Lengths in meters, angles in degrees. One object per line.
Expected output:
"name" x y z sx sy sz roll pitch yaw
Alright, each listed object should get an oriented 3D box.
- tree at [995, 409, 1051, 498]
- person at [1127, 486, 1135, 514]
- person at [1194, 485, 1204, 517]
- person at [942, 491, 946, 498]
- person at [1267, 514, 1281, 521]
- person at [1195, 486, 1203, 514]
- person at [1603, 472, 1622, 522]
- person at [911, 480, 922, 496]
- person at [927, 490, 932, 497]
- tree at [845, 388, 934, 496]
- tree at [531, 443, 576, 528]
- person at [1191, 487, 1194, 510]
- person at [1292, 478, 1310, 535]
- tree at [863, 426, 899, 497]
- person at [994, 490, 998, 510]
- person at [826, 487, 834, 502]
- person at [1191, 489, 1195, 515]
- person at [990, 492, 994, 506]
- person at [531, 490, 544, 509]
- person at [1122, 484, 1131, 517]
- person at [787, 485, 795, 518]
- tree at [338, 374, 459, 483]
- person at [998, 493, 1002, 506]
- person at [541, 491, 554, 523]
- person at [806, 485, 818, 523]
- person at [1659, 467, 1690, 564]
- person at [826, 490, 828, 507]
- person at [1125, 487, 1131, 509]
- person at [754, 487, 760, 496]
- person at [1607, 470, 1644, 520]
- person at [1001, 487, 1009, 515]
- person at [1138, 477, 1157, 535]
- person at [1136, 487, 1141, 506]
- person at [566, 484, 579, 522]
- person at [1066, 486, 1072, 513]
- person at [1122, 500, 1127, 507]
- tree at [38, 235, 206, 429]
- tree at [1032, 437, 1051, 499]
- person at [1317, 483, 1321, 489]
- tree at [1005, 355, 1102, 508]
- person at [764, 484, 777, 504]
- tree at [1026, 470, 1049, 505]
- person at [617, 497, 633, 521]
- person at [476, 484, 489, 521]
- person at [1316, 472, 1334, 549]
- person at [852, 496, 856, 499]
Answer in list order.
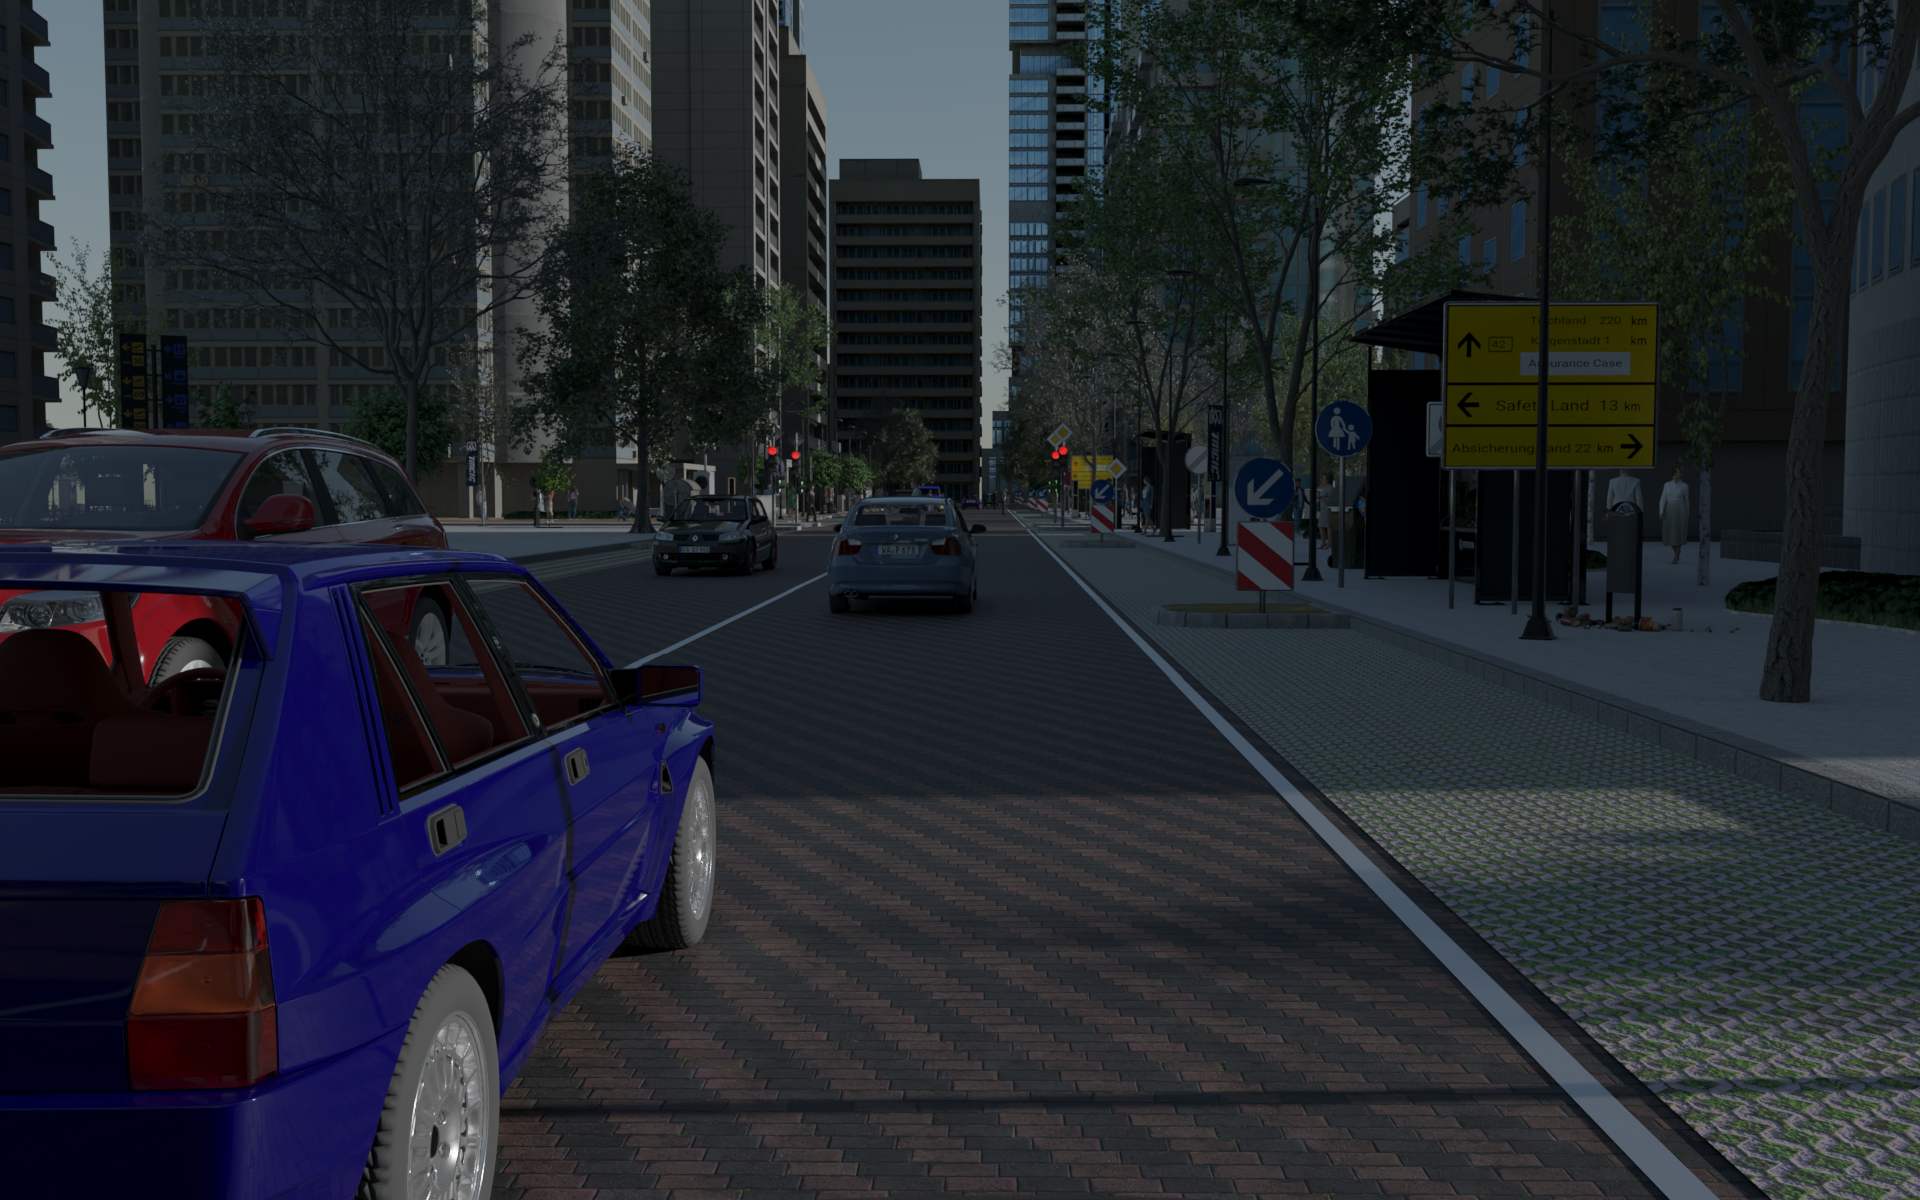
"tree" 9.156 -18.955 226.926 9.611 12.733 9.660 0 3 0
"person" 11.065 -6.483 112.385 0.623 1.781 0.721 0 4 1
"person" 13.322 -5.499 95.944 0.713 1.824 0.794 2 4 33
"person" -1.794 -10.194 175.961 0.721 1.735 1.217 3 5 42
"person" 5.007 -1.066 27.757 0.394 1.301 0.425 0 4 -1
"person" 15.177 -6.332 109.680 0.679 1.850 0.850 -1 4 -11
"person" 13.009 -1.675 34.016 0.643 1.750 0.593 -2 4 -24
"person" -1.188 -2.326 46.655 0.853 1.813 0.709 -1 4 -11
"person" -2.203 -7.338 129.018 0.519 1.759 0.362 -2 4 -33
"tree" -8.167 -17.637 198.726 12.009 13.543 11.850 0 3 0
"tree" -15.454 -4.305 64.984 1.663 3.219 1.824 0 3 0
"person" 17.913 -7.827 134.244 0.641 1.798 0.478 -1 4 -12
"person" 10.505 -2.903 53.853 0.623 1.781 0.721 -3 4 -39
"tree" -8.430 -14.417 186.076 4.360 8.622 3.978 0 3 0
"person" 3.235 -9.066 156.750 0.705 1.821 1.348 0 4 -6
"person" -10.394 -8.108 138.580 0.573 1.828 0.580 1 4 13
"person" 14.045 -5.967 105.416 0.589 1.601 0.330 2 4 27
"person" 3.886 -12.052 206.357 0.445 1.727 0.742 1 4 21
"person" -21.857 -5.102 89.815 0.721 1.781 0.623 0 4 7
"person" 9.299 -5.585 97.267 0.836 1.842 0.656 -2 4 -27
"person" -9.235 -5.385 94.328 0.600 1.795 0.529 3 4 37
"tree" -15.366 -3.893 47.372 4.285 4.588 4.351 0 3 0
"person" 5.104 -12.095 206.975 1.217 1.735 0.721 2 4 27
"person" -18.109 -4.287 76.117 0.580 1.828 0.573 0 4 -4
"person" -6.895 -4.442 80.899 0.755 1.850 0.659 3 5 41
"person" 13.185 -1.567 31.896 0.478 1.798 0.641 3 5 41
"person" -11.172 -8.642 147.318 0.794 1.824 0.713 0 4 -5
"person" 12.536 -7.581 129.899 0.656 1.842 0.836 -3 5 -41
"person" -12.075 -5.867 102.148 0.592 1.802 0.473 1 4 22
"person" 10.720 -1.343 27.872 0.514 1.842 0.818 0 4 7
"person" 3.088 -6.765 118.472 0.474 1.900 0.648 1 4 17
"person" 5.912 -2.943 54.188 0.654 1.822 0.581 -1 4 -18
"person" 13.631 -7.588 130.085 0.794 1.824 0.713 -2 4 -33
"person" -18.125 -4.543 80.909 0.593 1.750 0.643 -1 4 -15
"person" 7.451 -6.727 116.004 0.580 1.828 0.573 -2 4 -35
"person" 14.045 -8.649 147.681 0.641 1.798 0.478 -2 4 -30
"tree" -24.376 -6.091 49.943 4.737 8.622 4.395 0 3 0
"tree" 9.262 -14.684 190.438 4.737 8.622 4.395 0 3 0
"person" 18.181 -4.998 87.739 0.794 1.824 0.713 -1 4 -8
"tree" 8.740 -15.326 157.237 9.857 13.997 8.962 0 3 0
"person" -9.680 -5.037 88.416 0.660 1.820 0.620 -1 4 -16
"tree" 9.650 -13.888 210.783 4.285 4.588 4.351 0 3 0
"person" -15.952 -4.341 82.519 0.738 1.151 1.012 1 4 22
"person" -22.908 -4.673 83.116 0.598 1.740 0.731 -1 4 -19
"person" 8.400 -2.065 40.168 0.532 1.782 0.716 0 4 -7
"person" -8.924 -8.416 144.309 0.598 1.740 0.731 3 5 41
